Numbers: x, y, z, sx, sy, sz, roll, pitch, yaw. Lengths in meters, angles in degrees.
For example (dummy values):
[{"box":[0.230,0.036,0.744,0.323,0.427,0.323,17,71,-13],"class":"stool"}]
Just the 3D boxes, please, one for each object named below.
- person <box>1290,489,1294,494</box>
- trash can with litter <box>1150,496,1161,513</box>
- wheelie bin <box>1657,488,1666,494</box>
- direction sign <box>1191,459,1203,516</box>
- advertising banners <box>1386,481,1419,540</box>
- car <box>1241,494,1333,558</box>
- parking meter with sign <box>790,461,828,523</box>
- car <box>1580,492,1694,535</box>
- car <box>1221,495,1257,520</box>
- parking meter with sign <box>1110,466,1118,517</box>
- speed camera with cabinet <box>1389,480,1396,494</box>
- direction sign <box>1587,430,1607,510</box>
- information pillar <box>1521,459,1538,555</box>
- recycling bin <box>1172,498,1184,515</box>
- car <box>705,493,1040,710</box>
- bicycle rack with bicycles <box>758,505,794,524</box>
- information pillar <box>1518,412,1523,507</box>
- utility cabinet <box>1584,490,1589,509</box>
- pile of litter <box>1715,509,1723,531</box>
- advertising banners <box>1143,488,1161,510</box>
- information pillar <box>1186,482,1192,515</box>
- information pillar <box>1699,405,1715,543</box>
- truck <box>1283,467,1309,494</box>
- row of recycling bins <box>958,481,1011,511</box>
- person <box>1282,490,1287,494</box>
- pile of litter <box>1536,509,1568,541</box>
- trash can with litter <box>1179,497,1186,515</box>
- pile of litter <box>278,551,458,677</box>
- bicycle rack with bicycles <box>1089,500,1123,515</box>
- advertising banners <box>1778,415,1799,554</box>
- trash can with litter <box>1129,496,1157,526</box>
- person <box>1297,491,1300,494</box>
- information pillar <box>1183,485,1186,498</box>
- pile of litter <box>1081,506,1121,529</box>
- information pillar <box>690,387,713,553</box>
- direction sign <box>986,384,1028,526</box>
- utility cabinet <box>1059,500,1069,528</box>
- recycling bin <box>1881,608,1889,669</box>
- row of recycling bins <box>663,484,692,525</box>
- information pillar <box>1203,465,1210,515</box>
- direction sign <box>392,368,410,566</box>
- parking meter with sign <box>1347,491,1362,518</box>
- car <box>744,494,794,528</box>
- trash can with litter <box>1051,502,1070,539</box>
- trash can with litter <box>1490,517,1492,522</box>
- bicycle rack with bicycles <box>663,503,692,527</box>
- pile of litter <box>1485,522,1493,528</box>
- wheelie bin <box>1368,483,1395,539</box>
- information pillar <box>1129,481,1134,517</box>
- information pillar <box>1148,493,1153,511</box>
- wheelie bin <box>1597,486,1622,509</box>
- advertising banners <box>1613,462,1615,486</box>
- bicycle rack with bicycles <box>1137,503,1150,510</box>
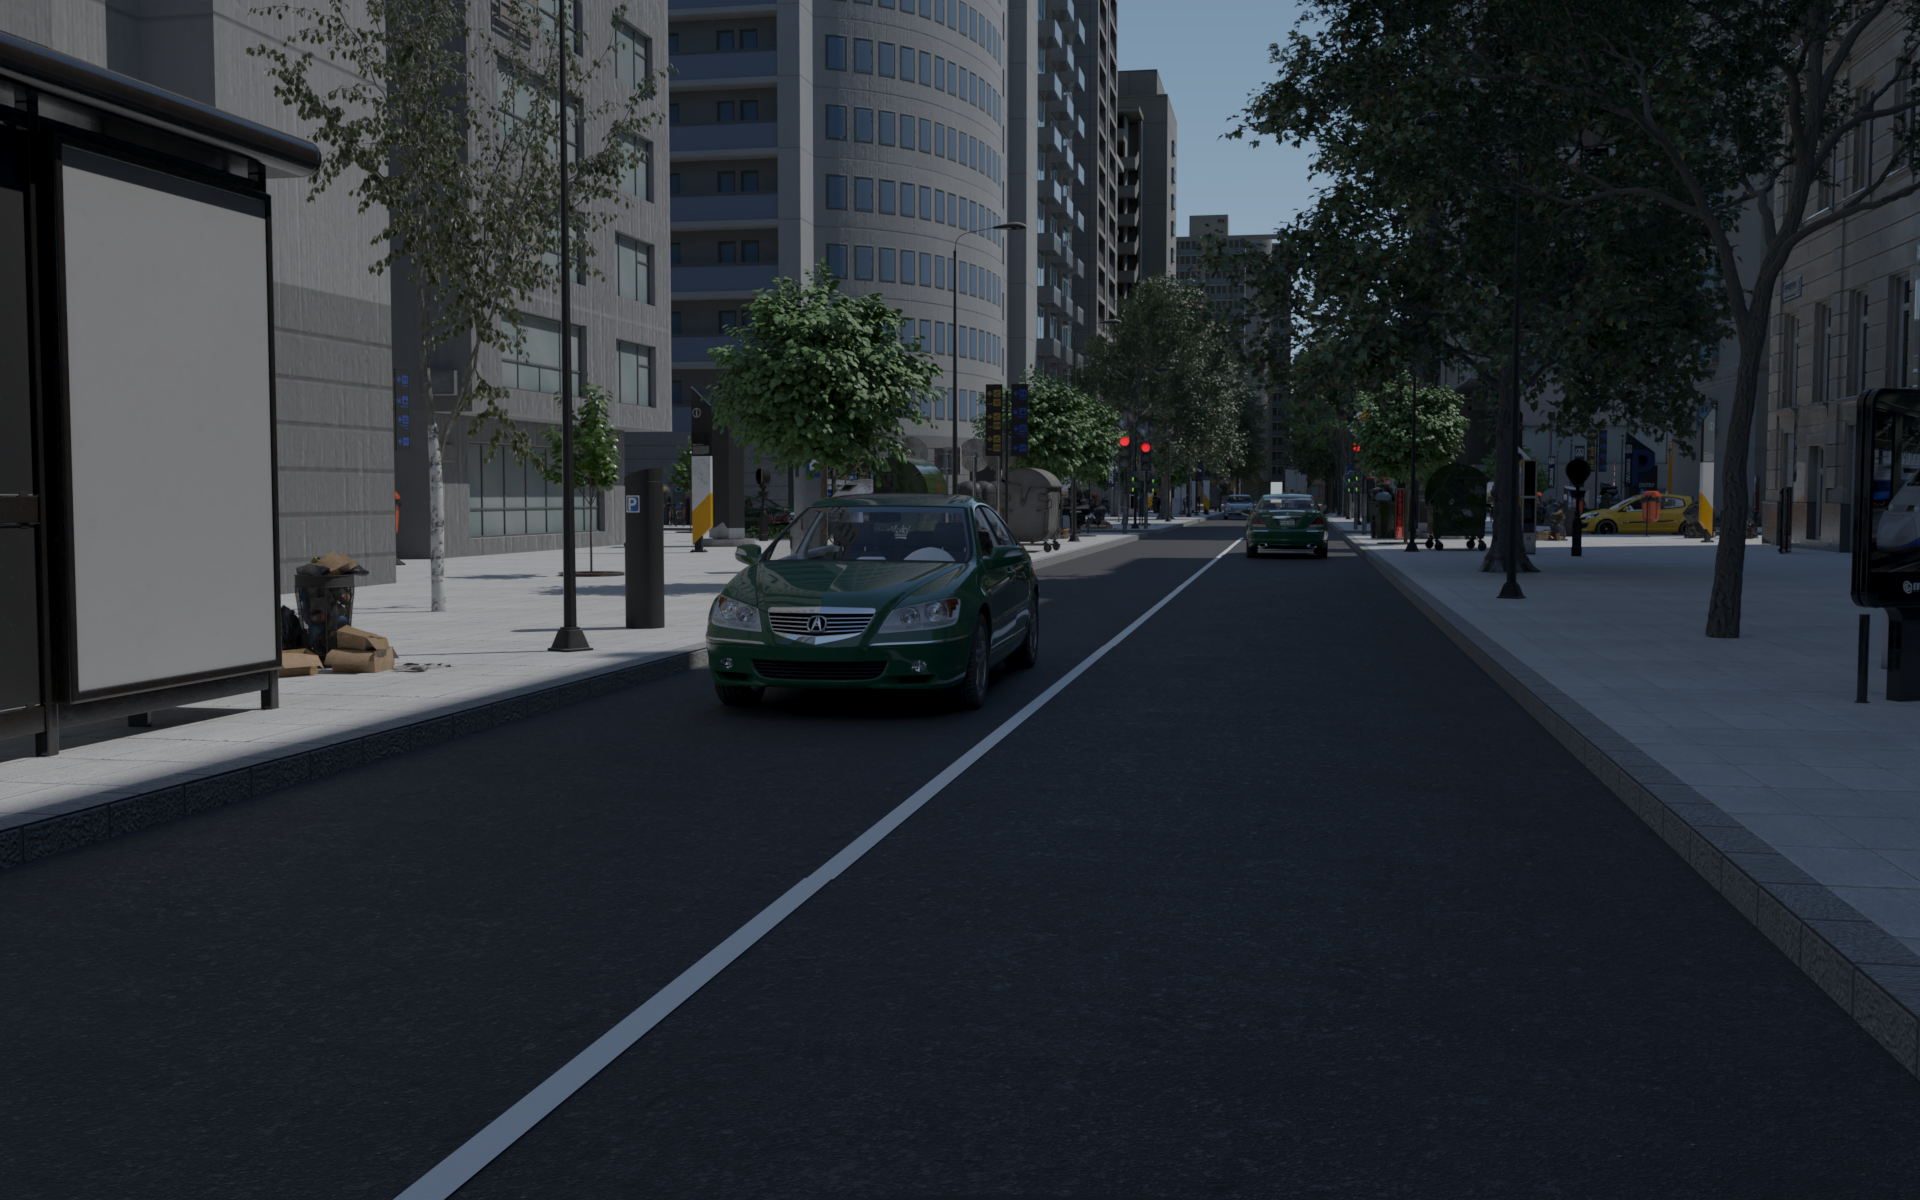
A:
[{"box":[19.936,-5.790,103.925,0.760,1.731,0.466,-2,4,-29],"class":"person"},{"box":[13.137,-6.311,114.580,1.055,1.170,0.624,-3,5,-39],"class":"trash can with litter"},{"box":[35.803,-4.945,88.763,0.980,1.594,0.693,2,4,35],"class":"wheelie bin"},{"box":[14.125,-6.808,103.305,0.379,3.537,0.876,-3,4,-39],"class":"direction sign"},{"box":[12.281,-3.189,48.329,0.090,3.025,2.074,3,5,42],"class":"advertising banners"},{"box":[7.596,-1.742,40.282,2.131,1.459,4.920,1,4,10],"class":"car"},{"box":[-2.445,-1.976,28.566,0.543,3.016,1.738,-1,4,-20],"class":"parking meter with sign"},{"box":[22.506,-2.878,57.282,3.980,1.641,2.015,1,4,11],"class":"car"},{"box":[15.846,-5.276,98.266,2.014,1.417,4.499,1,4,9],"class":"car"},{"box":[8.761,-6.219,97.940,0.543,3.016,1.738,1,4,9],"class":"parking meter with sign"},{"box":[18.250,-4.826,73.246,0.660,3.252,2.038,0,4,4],"class":"speed camera with cabinet"},{"box":[22.408,-4.220,60.997,0.876,3.537,0.379,-1,4,-23],"class":"direction sign"},{"box":[12.076,-1.975,36.781,0.304,2.012,0.304,1,4,12],"class":"information pillar"},{"box":[13.611,-5.825,107.791,0.722,1.027,0.722,-2,4,-29],"class":"recycling bin"},{"box":[-0.494,-0.082,13.146,2.131,1.459,4.920,1,4,10],"class":"car"},{"box":[-4.866,-2.679,57.189,2.925,0.926,2.852,3,5,42],"class":"bicycle rack with bicycles"},{"box":[13.333,-3.083,41.765,0.504,3.616,0.183,-2,4,-27],"class":"information pillar"},{"box":[36.674,-5.689,101.692,0.318,1.500,1.173,1,4,11],"class":"utility cabinet"},{"box":[28.674,-3.068,64.123,1.176,0.858,1.719,1,4,11],"class":"pile of litter"},{"box":[15.344,-8.626,137.229,2.074,3.025,0.090,-1,4,-23],"class":"advertising banners"},{"box":[13.809,-6.120,104.555,0.304,2.012,0.304,1,4,23],"class":"information pillar"},{"box":[19.694,-3.321,45.646,0.504,3.616,0.183,-2,4,-33],"class":"information pillar"},{"box":[35.767,-11.957,184.417,2.839,4.237,11.283,1,4,11],"class":"truck"},{"box":[0.895,-2.947,55.292,1.069,1.692,3.534,2,4,26],"class":"row of recycling bins"},{"box":[29.839,-9.215,159.036,0.709,1.838,0.599,3,4,39],"class":"person"},{"box":[16.279,-2.079,47.957,1.176,0.858,1.719,2,4,31],"class":"pile of litter"},{"box":[13.805,-5.813,106.437,0.624,1.170,1.055,-2,4,-28],"class":"trash can with litter"},{"box":[-4.636,0.083,12.601,1.719,0.858,1.176,1,4,9],"class":"pile of litter"},{"box":[7.699,-5.556,104.217,2.852,0.926,2.925,-2,4,-24],"class":"bicycle rack with bicycles"},{"box":[18.114,-2.546,37.818,0.090,3.025,2.074,2,4,34],"class":"advertising banners"},{"box":[7.198,-3.637,70.523,1.678,1.210,2.233,1,4,17],"class":"trash can with litter"},{"box":[28.782,-8.411,146.743,0.721,1.736,1.217,3,5,44],"class":"person"},{"box":[14.183,-7.170,108.580,0.504,3.616,0.183,3,4,37],"class":"information pillar"},{"box":[5.122,-3.056,63.929,1.719,0.858,1.176,3,4,36],"class":"pile of litter"},{"box":[-5.665,-2.850,37.948,0.504,3.616,0.183,1,4,23],"class":"information pillar"},{"box":[0.964,-2.673,35.696,0.876,3.537,0.379,1,4,9],"class":"direction sign"},{"box":[3.734,-3.321,65.457,1.020,1.237,0.306,1,4,13],"class":"utility cabinet"},{"box":[7.237,-0.001,12.576,0.722,1.027,0.722,-2,4,-30],"class":"recycling bin"},{"box":[-11.070,-3.928,71.330,3.534,1.692,1.069,1,4,18],"class":"row of recycling bins"},{"box":[15.082,-7.005,105.889,0.504,3.616,0.183,-3,5,-42],"class":"information pillar"},{"box":[-10.190,-2.393,31.118,0.379,3.537,0.876,2,4,24],"class":"direction sign"},{"box":[21.269,-5.867,92.189,1.738,3.016,0.543,-3,5,-42],"class":"parking meter with sign"},{"box":[-7.484,-3.249,62.908,4.222,1.686,2.009,1,4,10],"class":"car"},{"box":[2.705,-2.327,49.440,0.624,1.170,1.055,2,4,31],"class":"trash can with litter"},{"box":[25.194,-4.234,80.284,1.678,1.210,2.233,-1,4,-9],"class":"trash can with litter"},{"box":[-11.885,-3.402,69.002,2.852,0.926,2.925,0,4,1],"class":"bicycle rack with bicycles"},{"box":[20.438,-3.112,64.845,1.719,0.858,1.176,2,4,29],"class":"pile of litter"},{"box":[12.197,-2.573,49.971,0.693,1.594,0.980,-1,4,-14],"class":"wheelie bin"},{"box":[9.585,-5.655,96.951,0.304,2.012,0.304,-1,4,-19],"class":"information pillar"},{"box":[14.027,-8.353,127.931,0.504,3.616,0.183,1,4,13],"class":"information pillar"},{"box":[25.607,-3.689,68.223,0.980,1.594,0.693,0,4,-8],"class":"wheelie bin"},{"box":[36.374,-6.102,95.958,0.090,3.025,2.074,2,4,31],"class":"advertising banners"},{"box":[12.556,-6.876,125.800,2.925,0.926,2.852,-2,4,-26],"class":"bicycle rack with bicycles"}]
